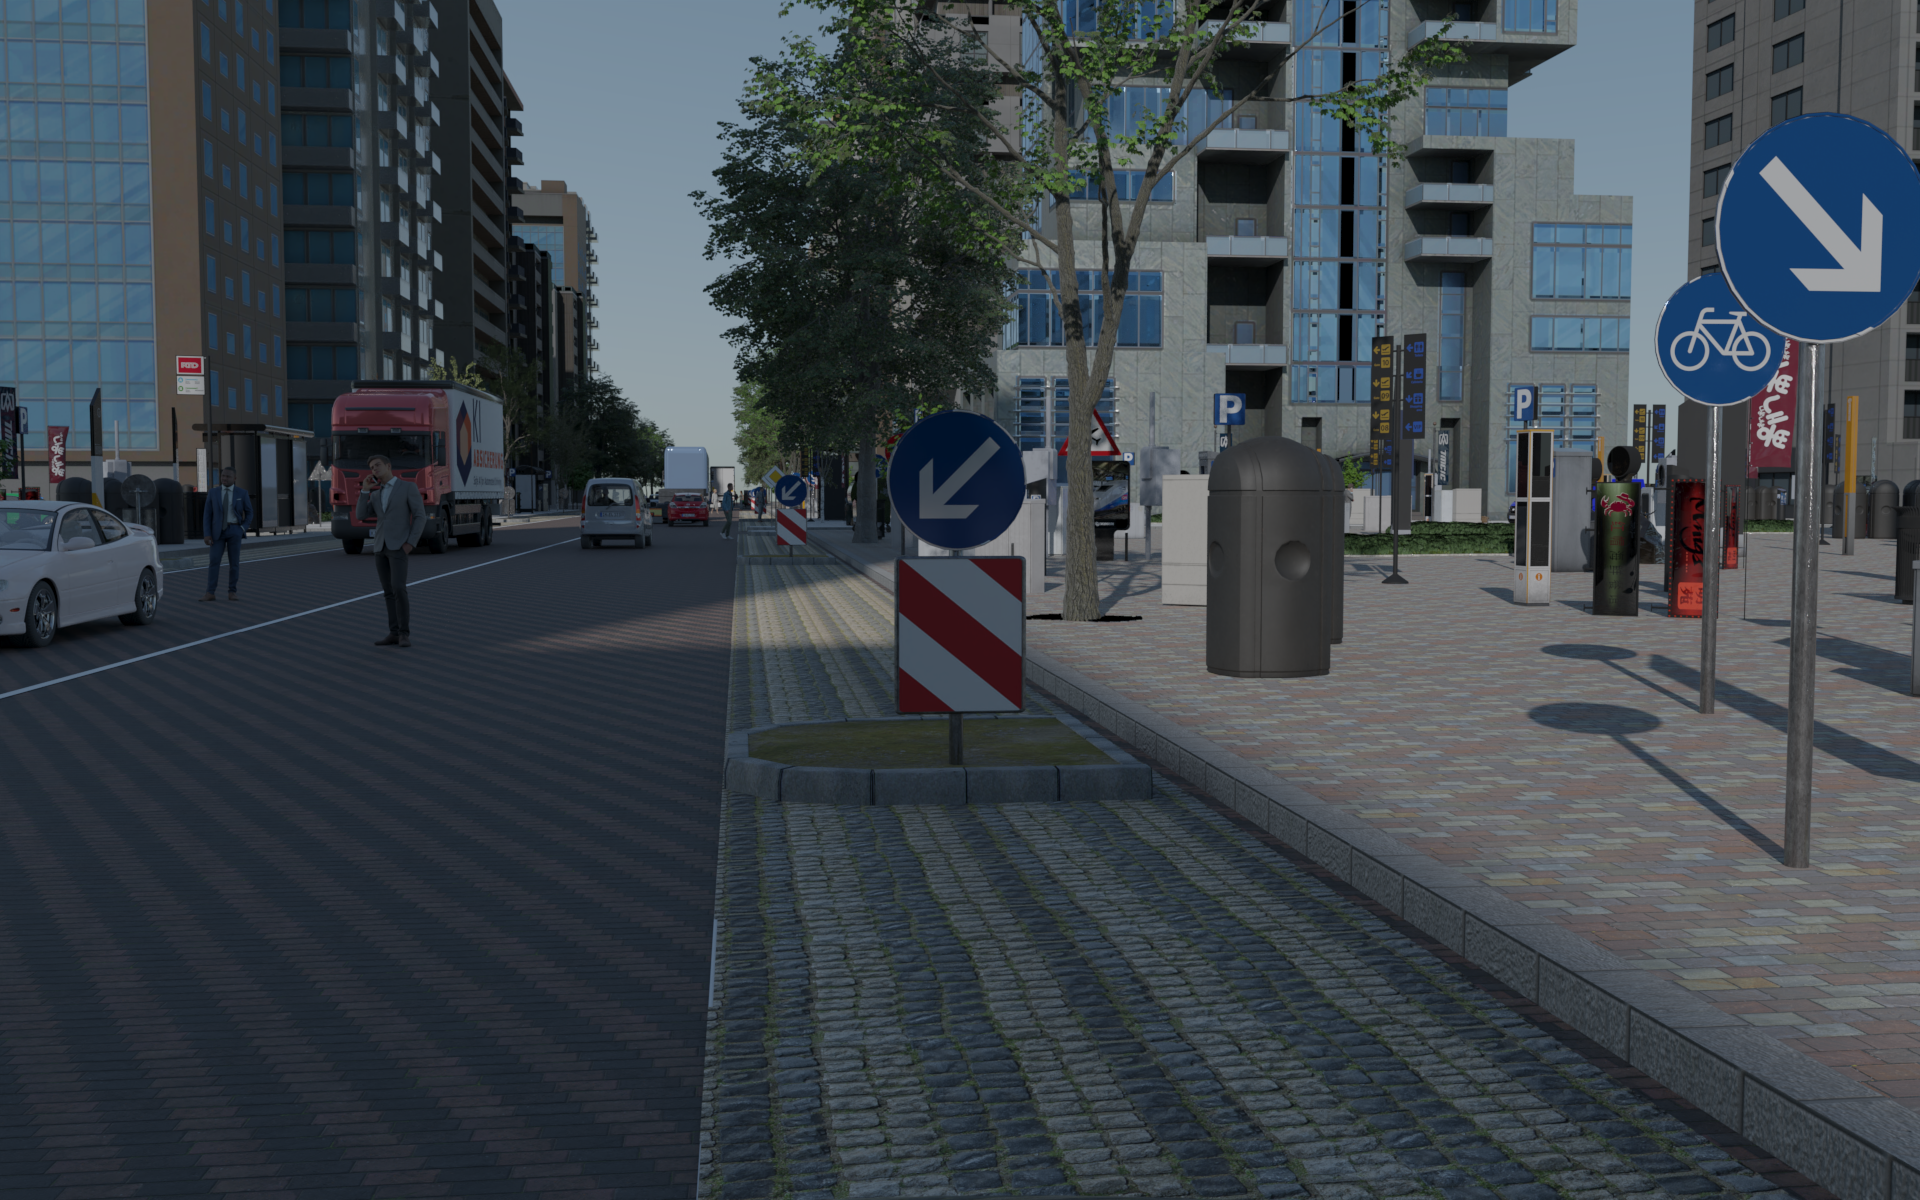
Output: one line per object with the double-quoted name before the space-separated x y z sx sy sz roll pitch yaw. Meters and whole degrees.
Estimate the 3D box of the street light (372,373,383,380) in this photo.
"street light" -22.263 -5.722 66.335 0.468 5.910 1.993 0 4 -7

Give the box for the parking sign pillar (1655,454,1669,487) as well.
"parking sign pillar" 42.159 -7.040 103.579 1.447 3.967 1.447 -2 4 -30

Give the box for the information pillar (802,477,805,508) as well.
"information pillar" -8.680 -6.403 96.044 0.183 3.616 0.504 0 4 -8

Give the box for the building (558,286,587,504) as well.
"building" -58.684 -28.429 236.507 14.160 30.474 14.107 0 4 -7

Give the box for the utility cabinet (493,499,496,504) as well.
"utility cabinet" -36.892 -7.756 137.974 1.020 1.237 0.306 1 4 12

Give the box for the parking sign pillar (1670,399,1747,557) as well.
"parking sign pillar" 15.455 -2.885 35.639 1.447 3.967 1.447 2 4 24

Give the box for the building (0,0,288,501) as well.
"building" -40.510 -26.298 80.082 14.600 45.320 14.200 0 4 -7

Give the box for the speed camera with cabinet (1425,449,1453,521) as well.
"speed camera with cabinet" 20.993 -4.987 75.873 0.660 3.252 2.038 0 4 -6

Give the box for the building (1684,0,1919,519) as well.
"building" 53.240 -39.833 89.519 20.611 71.187 20.563 0 4 -7

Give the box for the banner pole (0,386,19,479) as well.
"banner pole" -19.542 -2.776 35.409 0.401 3.779 0.863 1 4 11

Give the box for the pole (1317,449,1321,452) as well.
"pole" 16.217 -5.167 78.324 0.158 3.312 0.155 0 3 0

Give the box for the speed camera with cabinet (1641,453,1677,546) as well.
"speed camera with cabinet" 17.198 -2.933 42.284 0.660 3.252 2.038 0 4 6

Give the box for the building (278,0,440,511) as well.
"building" -47.782 -30.393 116.541 23.786 49.044 30.456 0 4 -7

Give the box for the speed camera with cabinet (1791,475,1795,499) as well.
"speed camera with cabinet" 39.412 -5.281 80.679 2.038 3.252 0.660 -3 5 -44

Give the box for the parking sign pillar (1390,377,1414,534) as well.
"parking sign pillar" 10.309 -3.178 40.435 1.447 3.967 1.447 1 4 12

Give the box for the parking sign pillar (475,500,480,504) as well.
"parking sign pillar" -27.223 -6.609 96.535 1.447 3.967 1.447 2 4 33

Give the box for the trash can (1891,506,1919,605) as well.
"trash can" 11.190 -0.515 20.072 0.748 1.137 0.748 0 3 0

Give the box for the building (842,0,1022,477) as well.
"building" 2.481 -36.431 184.884 28.713 52.752 27.495 0 4 -7

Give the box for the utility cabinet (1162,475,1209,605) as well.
"utility cabinet" 2.903 -0.675 19.721 1.173 1.500 0.318 2 4 31

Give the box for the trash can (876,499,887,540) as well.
"trash can" -2.424 -2.278 48.895 0.748 1.137 0.748 0 3 0

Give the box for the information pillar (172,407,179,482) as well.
"information pillar" -21.218 -3.396 46.873 0.183 3.616 0.504 -1 4 -18

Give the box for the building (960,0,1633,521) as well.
"building" 15.629 -47.431 88.163 31.000 86.520 22.319 0 4 -7

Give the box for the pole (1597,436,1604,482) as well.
"pole" 22.706 -4.133 61.422 0.158 3.312 0.155 0 3 0

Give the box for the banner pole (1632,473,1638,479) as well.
"banner pole" 43.077 -7.381 110.692 0.401 3.779 0.863 -1 4 -10

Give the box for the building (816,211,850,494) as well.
"building" -14.005 -34.820 252.908 14.154 41.232 14.086 0 4 -7

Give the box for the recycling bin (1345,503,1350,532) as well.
"recycling bin" 10.559 -2.234 49.074 0.722 1.027 0.722 3 5 41

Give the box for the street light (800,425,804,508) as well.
"street light" -8.604 -7.386 93.540 0.468 5.910 1.993 0 4 -7

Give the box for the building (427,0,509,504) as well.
"building" -51.404 -32.130 149.030 21.300 48.544 21.600 0 4 -7

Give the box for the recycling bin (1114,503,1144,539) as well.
"recycling bin" 4.805 -2.274 49.740 0.722 1.027 0.722 -3 4 -36

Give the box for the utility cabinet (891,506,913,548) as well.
"utility cabinet" -1.402 -1.858 41.539 0.306 1.237 1.020 1 4 13

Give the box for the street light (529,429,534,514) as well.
"street light" -28.246 -8.651 114.232 0.468 5.910 1.993 0 4 -7

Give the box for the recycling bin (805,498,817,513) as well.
"recycling bin" -10.281 -6.548 119.618 0.722 1.027 0.722 -1 4 -19

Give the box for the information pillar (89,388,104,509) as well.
"information pillar" -18.931 -2.854 38.015 0.183 3.616 0.504 0 4 -7

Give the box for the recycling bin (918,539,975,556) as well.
"recycling bin" -0.171 -0.886 27.035 0.722 1.027 0.722 2 4 33

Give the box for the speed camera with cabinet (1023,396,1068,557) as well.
"speed camera with cabinet" 1.828 -2.542 35.892 0.660 3.252 2.038 1 4 18

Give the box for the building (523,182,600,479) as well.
"building" -68.422 -39.883 271.692 23.786 49.044 30.456 0 4 -7

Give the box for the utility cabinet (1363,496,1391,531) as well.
"utility cabinet" 14.700 -3.036 60.800 1.020 1.237 0.306 0 4 1

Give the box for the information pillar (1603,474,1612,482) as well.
"information pillar" 23.832 -3.635 63.926 0.304 2.012 0.304 -3 5 -42

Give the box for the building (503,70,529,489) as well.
"building" -55.803 -31.767 174.018 22.147 44.769 28.867 0 4 -7

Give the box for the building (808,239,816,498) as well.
"building" -18.636 -39.443 295.000 14.600 45.320 14.200 0 4 -7

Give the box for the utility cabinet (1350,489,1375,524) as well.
"utility cabinet" 16.762 -3.907 72.564 1.173 1.500 0.318 2 4 35

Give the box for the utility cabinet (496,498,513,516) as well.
"utility cabinet" -26.497 -5.503 101.137 1.020 1.237 0.306 3 5 42

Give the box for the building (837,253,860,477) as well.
"building" -7.641 -26.515 205.214 14.160 30.474 14.107 0 4 -7

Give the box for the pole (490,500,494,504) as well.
"pole" -30.868 -7.357 114.131 0.158 3.312 0.155 0 3 0

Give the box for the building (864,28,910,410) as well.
"building" -1.601 -31.407 163.621 14.600 45.320 14.200 0 4 -7

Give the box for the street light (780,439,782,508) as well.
"street light" -14.674 -10.350 142.009 0.468 5.910 1.993 0 4 -7

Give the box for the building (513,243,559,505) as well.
"building" -54.012 -25.995 196.720 14.160 30.474 14.107 0 4 -7

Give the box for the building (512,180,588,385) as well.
"building" -61.465 -36.704 250.220 14.600 45.320 14.200 0 4 -7

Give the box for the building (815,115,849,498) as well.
"building" -12.416 -44.762 273.858 21.231 58.520 28.212 0 4 -7

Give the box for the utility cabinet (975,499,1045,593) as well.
"utility cabinet" 0.644 -0.710 22.778 0.306 1.237 1.020 -3 5 -45

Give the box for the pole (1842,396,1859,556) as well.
"pole" 18.569 -2.586 36.118 0.158 3.312 0.155 0 3 0

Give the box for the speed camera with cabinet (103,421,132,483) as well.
"speed camera with cabinet" -22.441 -3.242 47.344 0.660 3.252 2.038 2 4 35

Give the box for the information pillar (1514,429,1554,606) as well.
"information pillar" 6.578 -0.940 19.866 0.304 2.012 0.304 -1 4 -12

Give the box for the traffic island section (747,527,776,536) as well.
"traffic island section" -6.374 -2.318 60.175 2.009 0.180 2.903 0 4 -7

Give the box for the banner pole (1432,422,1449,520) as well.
"banner pole" 16.587 -4.277 59.942 0.401 3.779 0.863 -3 4 -36

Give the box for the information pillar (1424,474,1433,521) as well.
"information pillar" 17.226 -3.623 63.727 0.304 2.012 0.304 1 4 14

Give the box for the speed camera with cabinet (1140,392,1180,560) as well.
"speed camera with cabinet" 4.158 -2.369 33.068 0.660 3.252 2.038 -1 4 -22

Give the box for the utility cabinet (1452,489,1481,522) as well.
"utility cabinet" 20.966 -3.853 71.682 1.173 1.500 0.318 -1 4 -16

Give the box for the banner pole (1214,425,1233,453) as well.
"banner pole" 9.449 -4.442 62.641 0.863 3.779 0.401 0 4 -4
